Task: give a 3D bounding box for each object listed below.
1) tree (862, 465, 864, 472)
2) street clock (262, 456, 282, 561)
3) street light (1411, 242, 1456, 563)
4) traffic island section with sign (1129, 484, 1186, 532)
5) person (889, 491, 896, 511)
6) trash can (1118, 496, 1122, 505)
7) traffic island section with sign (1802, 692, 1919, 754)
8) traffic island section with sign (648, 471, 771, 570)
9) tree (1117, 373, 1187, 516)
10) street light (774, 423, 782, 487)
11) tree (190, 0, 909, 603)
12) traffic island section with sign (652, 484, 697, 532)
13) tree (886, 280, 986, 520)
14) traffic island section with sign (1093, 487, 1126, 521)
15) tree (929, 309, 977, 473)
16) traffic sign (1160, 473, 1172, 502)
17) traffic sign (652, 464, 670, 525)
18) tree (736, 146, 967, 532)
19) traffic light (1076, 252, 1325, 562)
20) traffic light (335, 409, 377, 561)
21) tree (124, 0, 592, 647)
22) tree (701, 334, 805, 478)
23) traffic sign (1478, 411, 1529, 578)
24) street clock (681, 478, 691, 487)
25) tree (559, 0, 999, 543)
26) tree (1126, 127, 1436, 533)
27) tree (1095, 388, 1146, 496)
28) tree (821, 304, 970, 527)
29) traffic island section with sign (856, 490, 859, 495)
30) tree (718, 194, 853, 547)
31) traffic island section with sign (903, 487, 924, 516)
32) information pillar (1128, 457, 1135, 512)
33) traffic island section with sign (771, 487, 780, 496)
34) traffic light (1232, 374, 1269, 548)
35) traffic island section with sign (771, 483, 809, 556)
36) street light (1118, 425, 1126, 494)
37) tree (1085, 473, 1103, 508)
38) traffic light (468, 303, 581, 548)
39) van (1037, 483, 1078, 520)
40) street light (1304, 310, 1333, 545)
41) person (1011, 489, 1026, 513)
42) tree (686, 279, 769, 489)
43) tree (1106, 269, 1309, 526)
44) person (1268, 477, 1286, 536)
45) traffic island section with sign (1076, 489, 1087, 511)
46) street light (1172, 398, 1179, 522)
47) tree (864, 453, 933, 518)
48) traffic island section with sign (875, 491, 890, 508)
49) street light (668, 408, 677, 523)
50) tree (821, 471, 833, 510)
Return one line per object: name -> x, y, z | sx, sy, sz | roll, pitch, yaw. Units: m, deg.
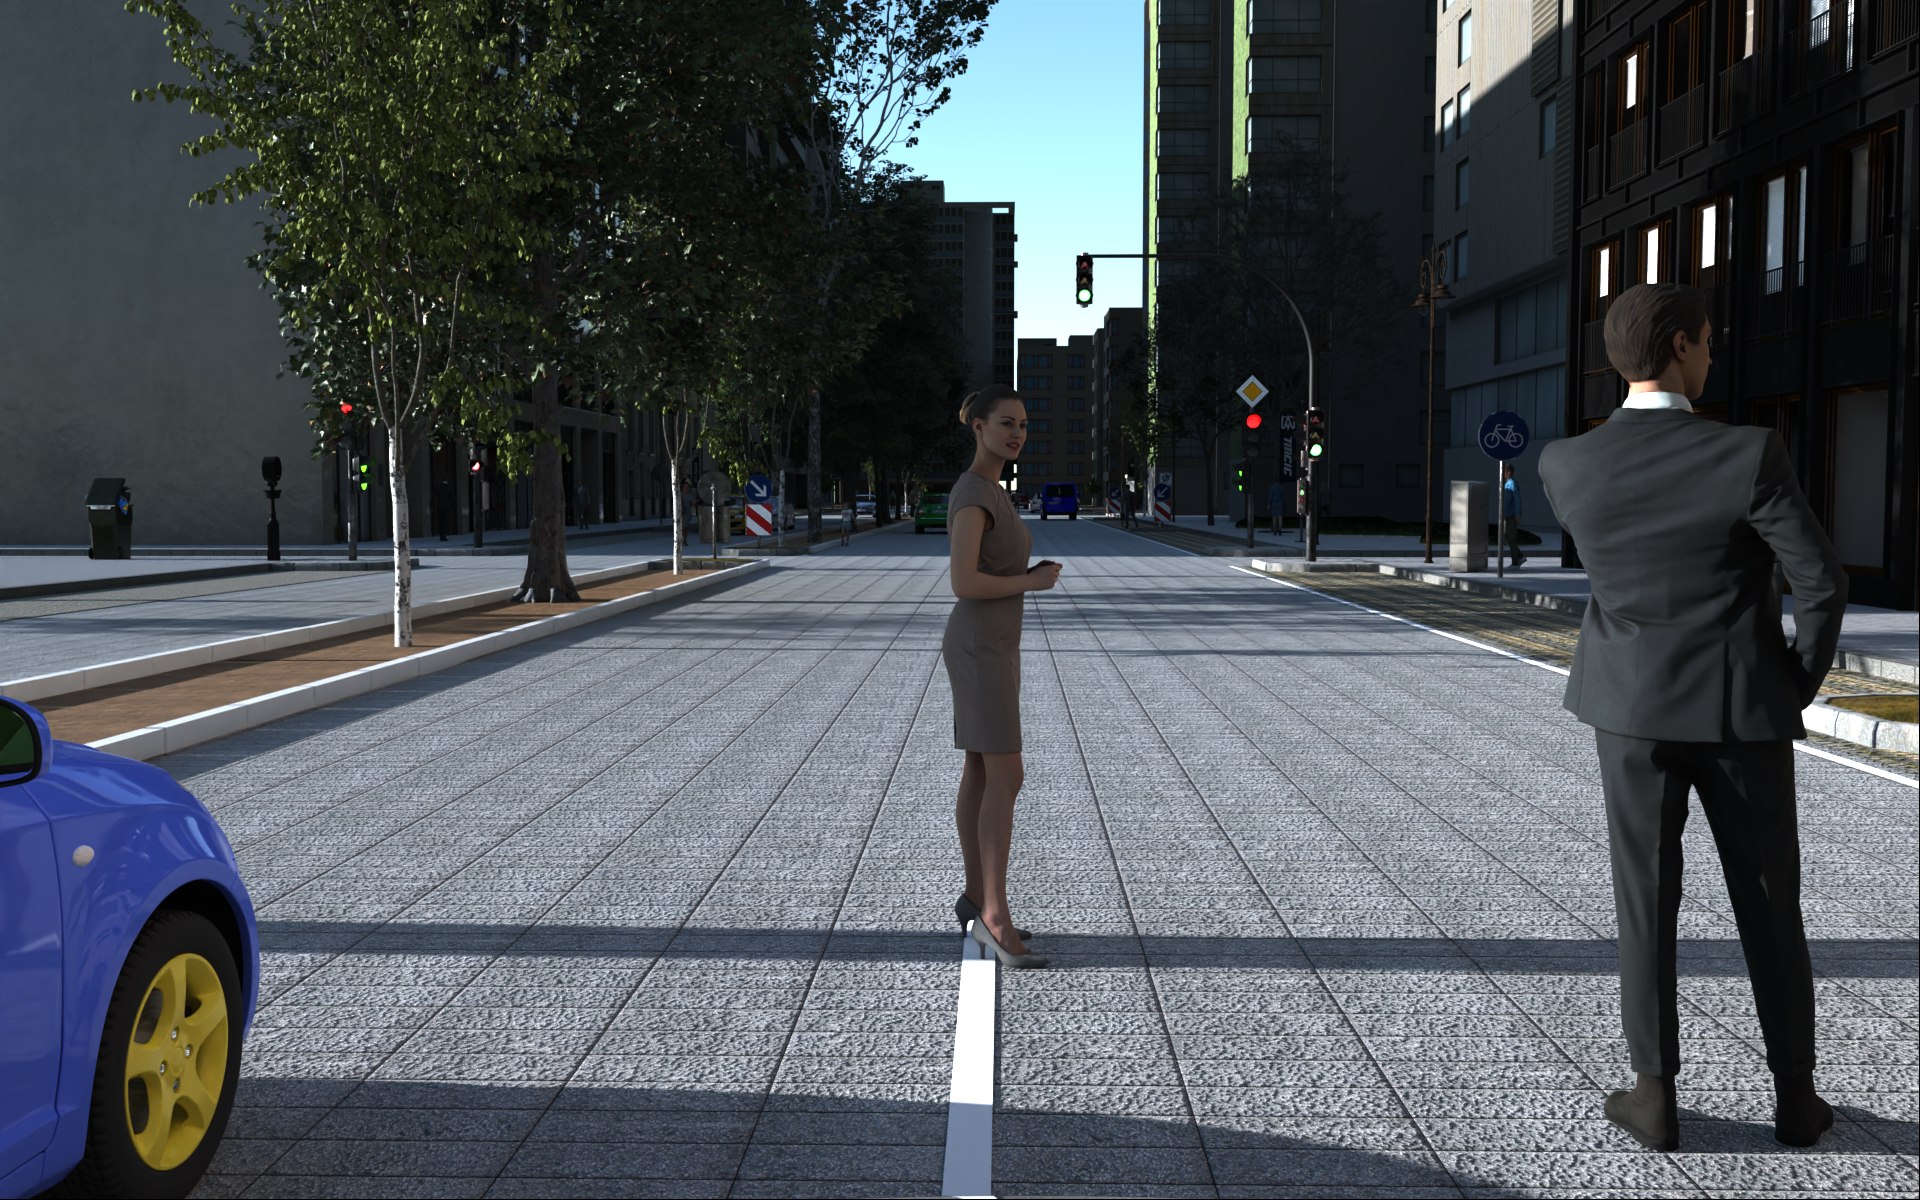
tree -> -9.752, -14.803, 192.397 | 4.737, 8.622, 4.395 | 0, 3, 0
street clock -> -13.236, -1.761, 33.356 | 0.358, 2.002, 0.471 | 0, 4, -3
street light -> 8.699, -3.620, 31.971 | 0.468, 5.910, 1.993 | 0, 4, 1
traffic island section with sign -> 7.529, -3.507, 65.959 | 1.989, 1.847, 2.006 | 0, 4, 1
person -> -5.787, -8.528, 148.668 | 1.217, 1.736, 0.721 | -1, 4, -15
trash can -> 10.644, -6.226, 113.443 | 0.748, 1.137, 0.748 | 0, 3, 0
traffic island section with sign -> 6.122, -0.089, 10.082 | 1.989, 1.847, 2.006 | 0, 4, 1
traffic island section with sign -> -4.856, -1.552, 33.515 | 2.006, 1.907, 1.989 | 0, 4, 1
tree -> 10.833, -9.118, 99.445 | 4.737, 8.622, 4.395 | 0, 3, 0
street light -> -11.819, -8.530, 112.259 | 0.468, 5.910, 1.993 | 0, 4, 1
tree -> -5.491, -6.323, 22.852 | 9.611, 12.733, 9.660 | 0, 3, 0
traffic island section with sign -> -10.592, -3.517, 66.129 | 1.989, 1.847, 2.006 | 0, 4, 1
tree -> -3.371, -11.119, 94.619 | 12.009, 13.543, 11.850 | 0, 3, 0
traffic island section with sign -> 8.231, -5.199, 93.628 | 1.989, 1.847, 2.006 | 0, 4, 1
tree -> -3.662, -10.048, 83.757 | 9.611, 12.733, 9.660 | 0, 3, 0
traffic sign -> 9.923, -4.979, 83.538 | 0.606, 2.300, 0.079 | 1, 4, 9
traffic sign -> -12.518, -4.428, 72.500 | 0.768, 2.556, 0.104 | 0, 4, 3
tree -> -4.176, -9.502, 64.473 | 9.857, 13.997, 8.962 | 0, 3, 0
traffic light -> 4.559, -3.555, 32.784 | 4.771, 5.953, 1.251 | 0, 4, 1
traffic light -> -11.704, -2.715, 33.318 | 0.839, 4.253, 0.868 | 0, 4, 1
tree -> -5.171, -3.846, 15.705 | 4.737, 8.622, 4.395 | 0, 3, 0
tree -> -12.907, -11.070, 106.742 | 9.928, 11.665, 9.643 | 0, 3, 0
traffic sign -> 8.313, -1.618, 26.567 | 0.768, 2.556, 0.104 | 0, 4, 3
street clock -> -12.351, -4.500, 78.150 | 0.358, 2.002, 0.471 | 2, 4, 29
tree -> -5.452, -11.788, 51.079 | 12.611, 20.169, 13.585 | 0, 3, 0
tree -> 10.639, -8.987, 57.307 | 12.009, 13.543, 11.850 | 0, 3, 0
tree -> 11.245, -10.335, 119.335 | 4.360, 8.622, 3.978 | 0, 3, 0
tree -> -3.413, -8.381, 73.896 | 8.767, 10.594, 7.601 | 0, 4, 1
traffic island section with sign -> -8.651, -8.245, 143.428 | 1.989, 1.847, 2.006 | 0, 4, 1
tree -> -4.380, -5.477, 42.367 | 4.360, 8.622, 3.978 | 0, 3, 0
traffic island section with sign -> -2.776, -6.599, 116.034 | 2.006, 1.907, 1.989 | 0, 4, 1
information pillar -> 10.666, -7.120, 107.769 | 0.504, 3.616, 0.183 | 3, 4, 36
traffic island section with sign -> -9.903, -5.165, 93.075 | 1.989, 1.847, 2.006 | 0, 4, 1
traffic light -> 6.853, -3.176, 40.855 | 0.839, 4.253, 0.868 | 0, 4, 1
traffic island section with sign -> -4.660, -2.005, 40.919 | 2.006, 1.907, 1.989 | 0, 4, 1
street light -> 10.829, -8.733, 115.575 | 0.468, 5.910, 1.993 | 0, 4, 1
tree -> 12.039, -9.914, 156.701 | 1.663, 3.219, 1.824 | 0, 3, 0
traffic light -> -9.409, -4.074, 41.283 | 4.771, 5.953, 1.251 | 0, 4, 1
van -> 5.460, -5.613, 96.163 | 2.240, 2.365, 5.245 | 0, 4, 1
street light -> 9.009, -4.333, 43.627 | 0.468, 5.910, 1.993 | 0, 4, 1
person -> 4.405, -7.658, 133.715 | 1.348, 1.824, 0.705 | 1, 4, 22
tree -> -4.964, -4.734, 30.226 | 4.737, 8.622, 4.395 | 0, 3, 0
tree -> 10.268, -8.330, 70.616 | 8.767, 10.594, 7.601 | 0, 4, 2
person -> 9.799, -2.903, 53.533 | 0.581, 1.822, 0.654 | 1, 4, 12
traffic island section with sign -> 9.473, -8.234, 143.252 | 1.989, 1.847, 2.006 | 0, 4, 1
street light -> 9.868, -6.545, 79.806 | 0.468, 5.910, 1.993 | 0, 4, 1
tree -> -3.220, -9.263, 104.267 | 4.737, 8.622, 4.395 | 0, 3, 0
traffic island section with sign -> -7.961, -9.907, 170.615 | 1.989, 1.847, 2.006 | 0, 4, 1
street light -> -12.688, -6.358, 76.748 | 0.468, 5.910, 1.993 | 0, 4, 1
tree -> -11.163, -8.966, 141.199 | 1.663, 3.219, 1.824 | 0, 3, 0
